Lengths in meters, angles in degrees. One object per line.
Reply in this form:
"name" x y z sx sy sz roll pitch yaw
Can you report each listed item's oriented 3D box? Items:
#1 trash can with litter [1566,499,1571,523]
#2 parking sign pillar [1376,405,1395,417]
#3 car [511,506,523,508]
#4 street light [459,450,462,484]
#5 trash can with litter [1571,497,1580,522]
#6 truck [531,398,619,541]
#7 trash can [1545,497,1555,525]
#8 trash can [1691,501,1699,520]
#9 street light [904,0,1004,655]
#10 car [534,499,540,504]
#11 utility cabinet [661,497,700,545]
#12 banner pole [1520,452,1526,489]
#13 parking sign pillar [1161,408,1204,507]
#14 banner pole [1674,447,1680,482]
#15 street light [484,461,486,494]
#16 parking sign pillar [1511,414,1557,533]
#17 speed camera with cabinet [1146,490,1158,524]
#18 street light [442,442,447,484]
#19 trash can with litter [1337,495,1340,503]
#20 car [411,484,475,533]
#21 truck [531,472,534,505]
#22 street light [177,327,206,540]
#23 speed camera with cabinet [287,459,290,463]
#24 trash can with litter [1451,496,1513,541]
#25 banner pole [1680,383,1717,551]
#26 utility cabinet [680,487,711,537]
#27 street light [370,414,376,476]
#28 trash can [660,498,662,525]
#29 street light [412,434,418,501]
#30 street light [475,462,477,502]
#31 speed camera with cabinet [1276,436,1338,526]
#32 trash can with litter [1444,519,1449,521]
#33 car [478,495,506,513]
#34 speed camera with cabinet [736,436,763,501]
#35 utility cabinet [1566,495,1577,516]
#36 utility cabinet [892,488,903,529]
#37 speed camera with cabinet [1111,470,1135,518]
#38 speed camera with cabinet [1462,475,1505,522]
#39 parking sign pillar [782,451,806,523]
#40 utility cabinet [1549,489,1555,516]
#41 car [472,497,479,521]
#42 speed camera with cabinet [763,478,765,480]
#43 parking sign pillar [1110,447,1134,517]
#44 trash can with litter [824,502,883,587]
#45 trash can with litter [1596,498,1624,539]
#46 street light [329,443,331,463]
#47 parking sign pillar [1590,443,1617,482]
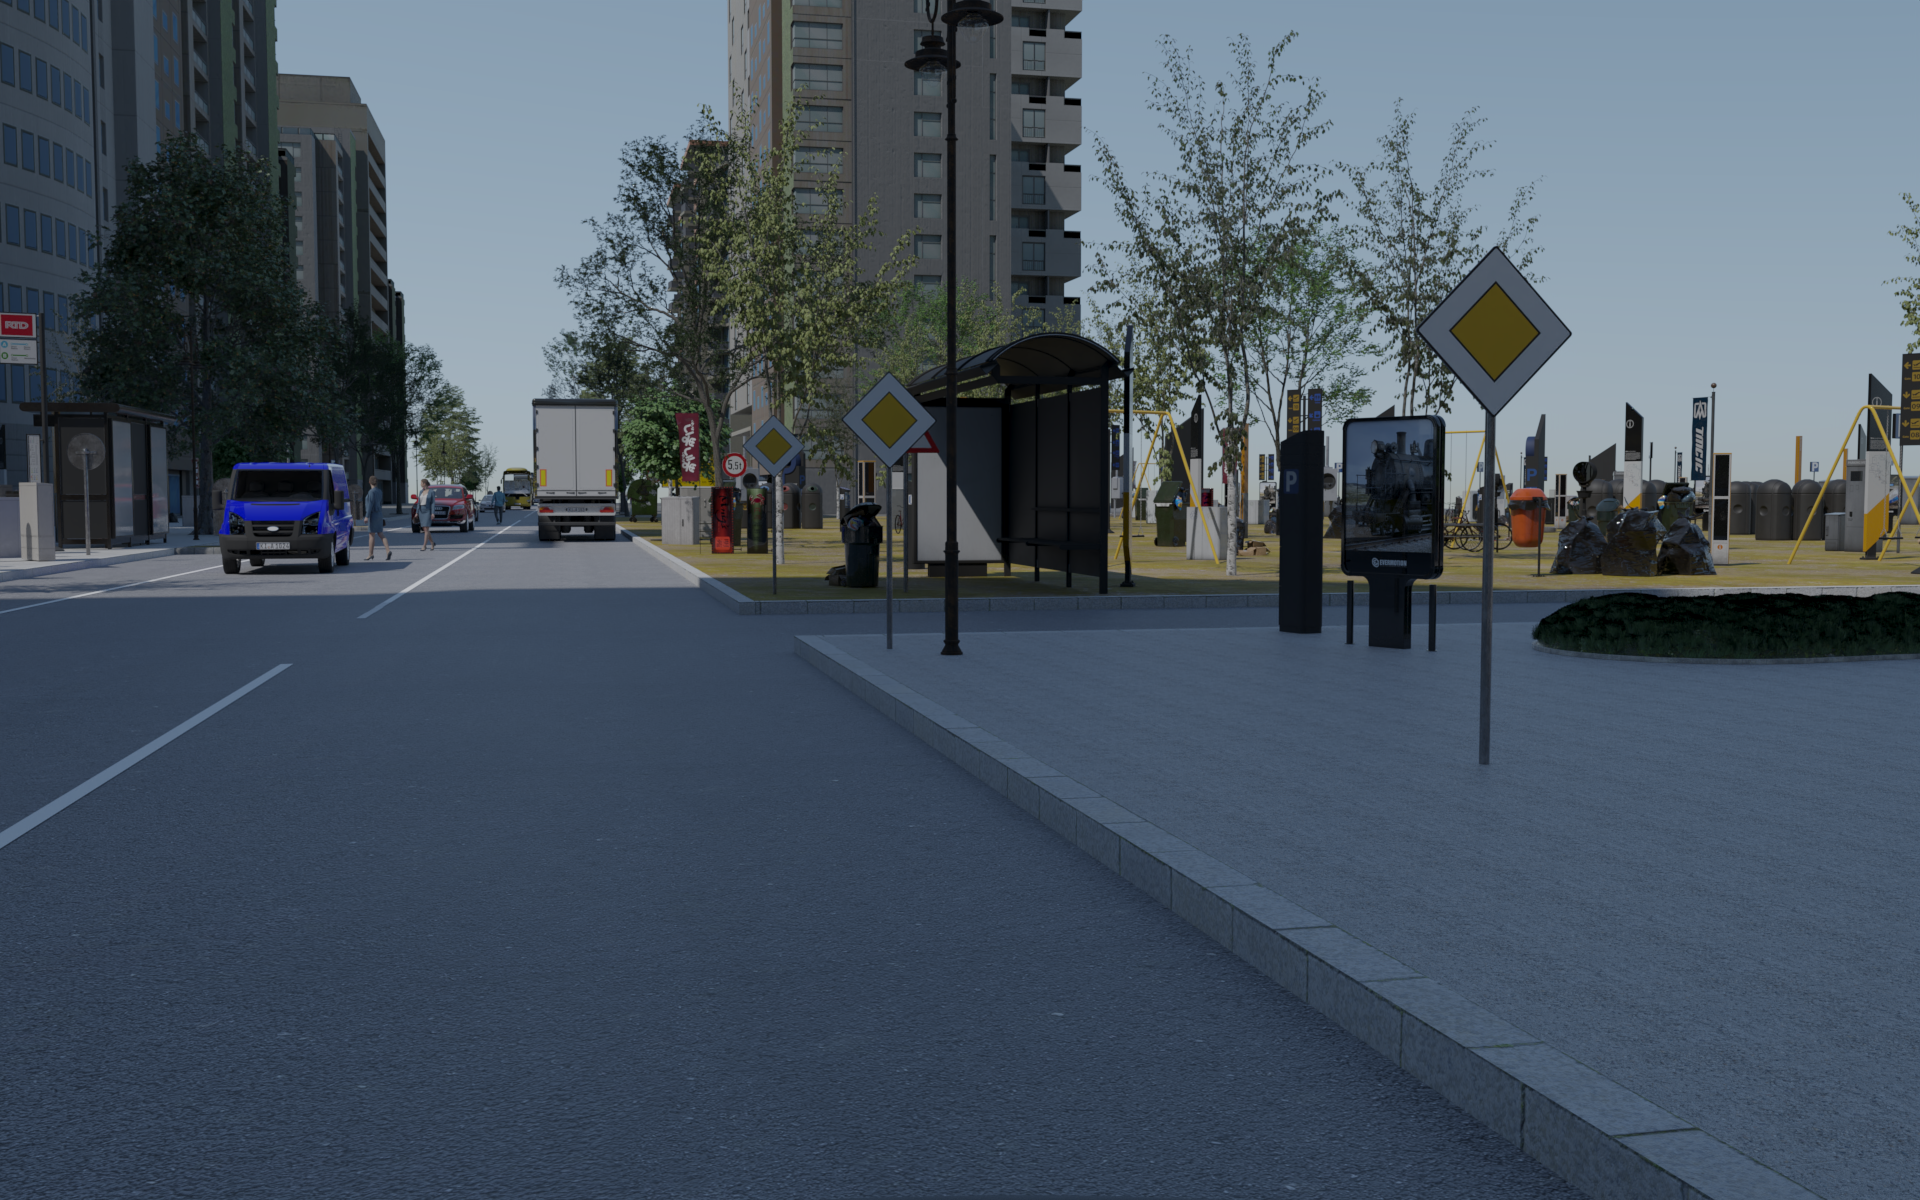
"trash can with litter" 27.418 -4.070 77.928 0.624 1.170 1.055 -1 4 -21
"parking sign pillar" 12.438 -3.910 52.393 1.447 3.967 1.447 0 4 6
"car" -46.183 -10.389 179.639 2.009 1.686 4.222 -1 4 -11
"street light" -50.546 -12.374 175.096 0.468 5.910 1.993 -1 4 -13
"trash can with litter" 26.541 -3.773 73.078 1.055 1.170 0.624 0 4 -8
"truck" -12.455 -4.125 56.357 2.839 4.237 11.283 -1 4 -12
"trash can" 25.335 -3.859 74.742 0.748 1.137 0.748 0 3 0
"trash can" 35.990 -4.495 85.151 0.748 1.137 0.748 0 3 0
"street light" -0.066 -2.501 13.677 0.468 5.910 1.993 -1 4 -13
"car" -57.601 -13.565 234.142 2.083 1.381 4.827 -1 4 -13
"utility cabinet" -7.132 -2.019 44.165 1.020 1.237 0.306 2 4 30
"banner pole" 33.554 -6.910 103.000 0.401 3.779 0.863 -3 5 -39
"parking sign pillar" 6.960 -4.023 54.251 1.447 3.967 1.447 -1 4 -20
"banner pole" 37.765 -6.187 91.181 0.401 3.779 0.863 -1 4 -10
"street light" -63.731 -15.895 232.667 0.468 5.910 1.993 -1 4 -13
"parking sign pillar" 19.210 -4.244 57.854 1.447 3.967 1.447 2 4 27
"speed camera with cabinet" 8.885 -4.950 75.264 0.660 3.252 2.038 3 5 40
"street light" -44.988 -10.906 151.101 0.468 5.910 1.993 -1 4 -13
"trash can with litter" 22.101 -5.439 99.985 2.233 1.210 1.678 -2 4 -28
"car" -19.704 -3.513 66.116 2.281 1.827 5.304 -1 4 -12
"truck" -56.401 -14.383 224.068 2.839 4.237 11.283 -1 4 -12
"street light" -21.274 -4.604 48.067 0.468 5.910 1.993 -1 4 -13
"speed camera with cabinet" -26.483 -4.486 67.678 0.660 3.252 2.038 -2 4 -26
"trash can with litter" 14.986 -2.249 47.821 2.233 1.210 1.678 0 4 -6
"banner pole" 16.861 -3.011 39.249 0.401 3.779 0.863 -1 4 -20
"utility cabinet" -7.588 -2.575 50.773 1.173 1.500 0.318 -1 4 -13
"street light" -31.863 -7.418 94.070 0.468 5.910 1.993 -1 4 -13
"trash can" -11.594 -3.504 68.951 0.748 1.137 0.748 0 3 0
"street light" -38.350 -9.143 122.281 0.468 5.910 1.993 -1 4 -13
"street light" -56.990 -14.118 203.615 0.468 5.910 1.993 -1 4 -13
"speed camera with cabinet" 11.849 -3.966 59.182 2.038 3.252 0.660 1 4 11
"trash can with litter" 23.603 -4.385 82.757 2.233 1.210 1.678 3 5 39
"car" -36.585 -7.533 135.528 2.083 1.381 4.827 -1 4 -12
"speed camera with cabinet" -7.860 -3.933 58.643 2.038 3.252 0.660 -2 4 -28
"utility cabinet" 33.978 -5.249 96.988 1.020 1.237 0.306 0 4 5
"utility cabinet" -2.095 -3.302 62.667 1.173 1.500 0.318 -3 5 -42
"speed camera with cabinet" 9.029 -6.042 93.124 0.660 3.252 2.038 -3 4 -37
"speed camera with cabinet" 24.010 -5.202 79.384 2.038 3.252 0.660 -2 4 -25
"parking sign pillar" -7.530 -5.470 77.899 1.447 3.967 1.447 3 5 42
"utility cabinet" 27.878 -4.432 81.150 0.318 1.500 1.173 0 4 7
"car" -26.006 -4.908 90.026 2.009 1.686 4.222 -1 4 -12
"speed camera with cabinet" -10.354 -6.035 93.011 2.038 3.252 0.660 -3 5 -43
"parking sign pillar" 9.302 -6.784 99.383 1.447 3.967 1.447 0 4 3
"trash can with litter" -1.527 -0.770 23.977 0.624 1.170 1.055 -3 4 -37
"trash can with litter" 16.167 -1.954 43.330 0.624 1.170 1.055 3 5 41
"street light" -27.920 -6.358 76.748 0.468 5.910 1.993 -1 4 -13
"parking sign pillar" 34.083 -6.322 91.831 1.447 3.967 1.447 2 4 30
